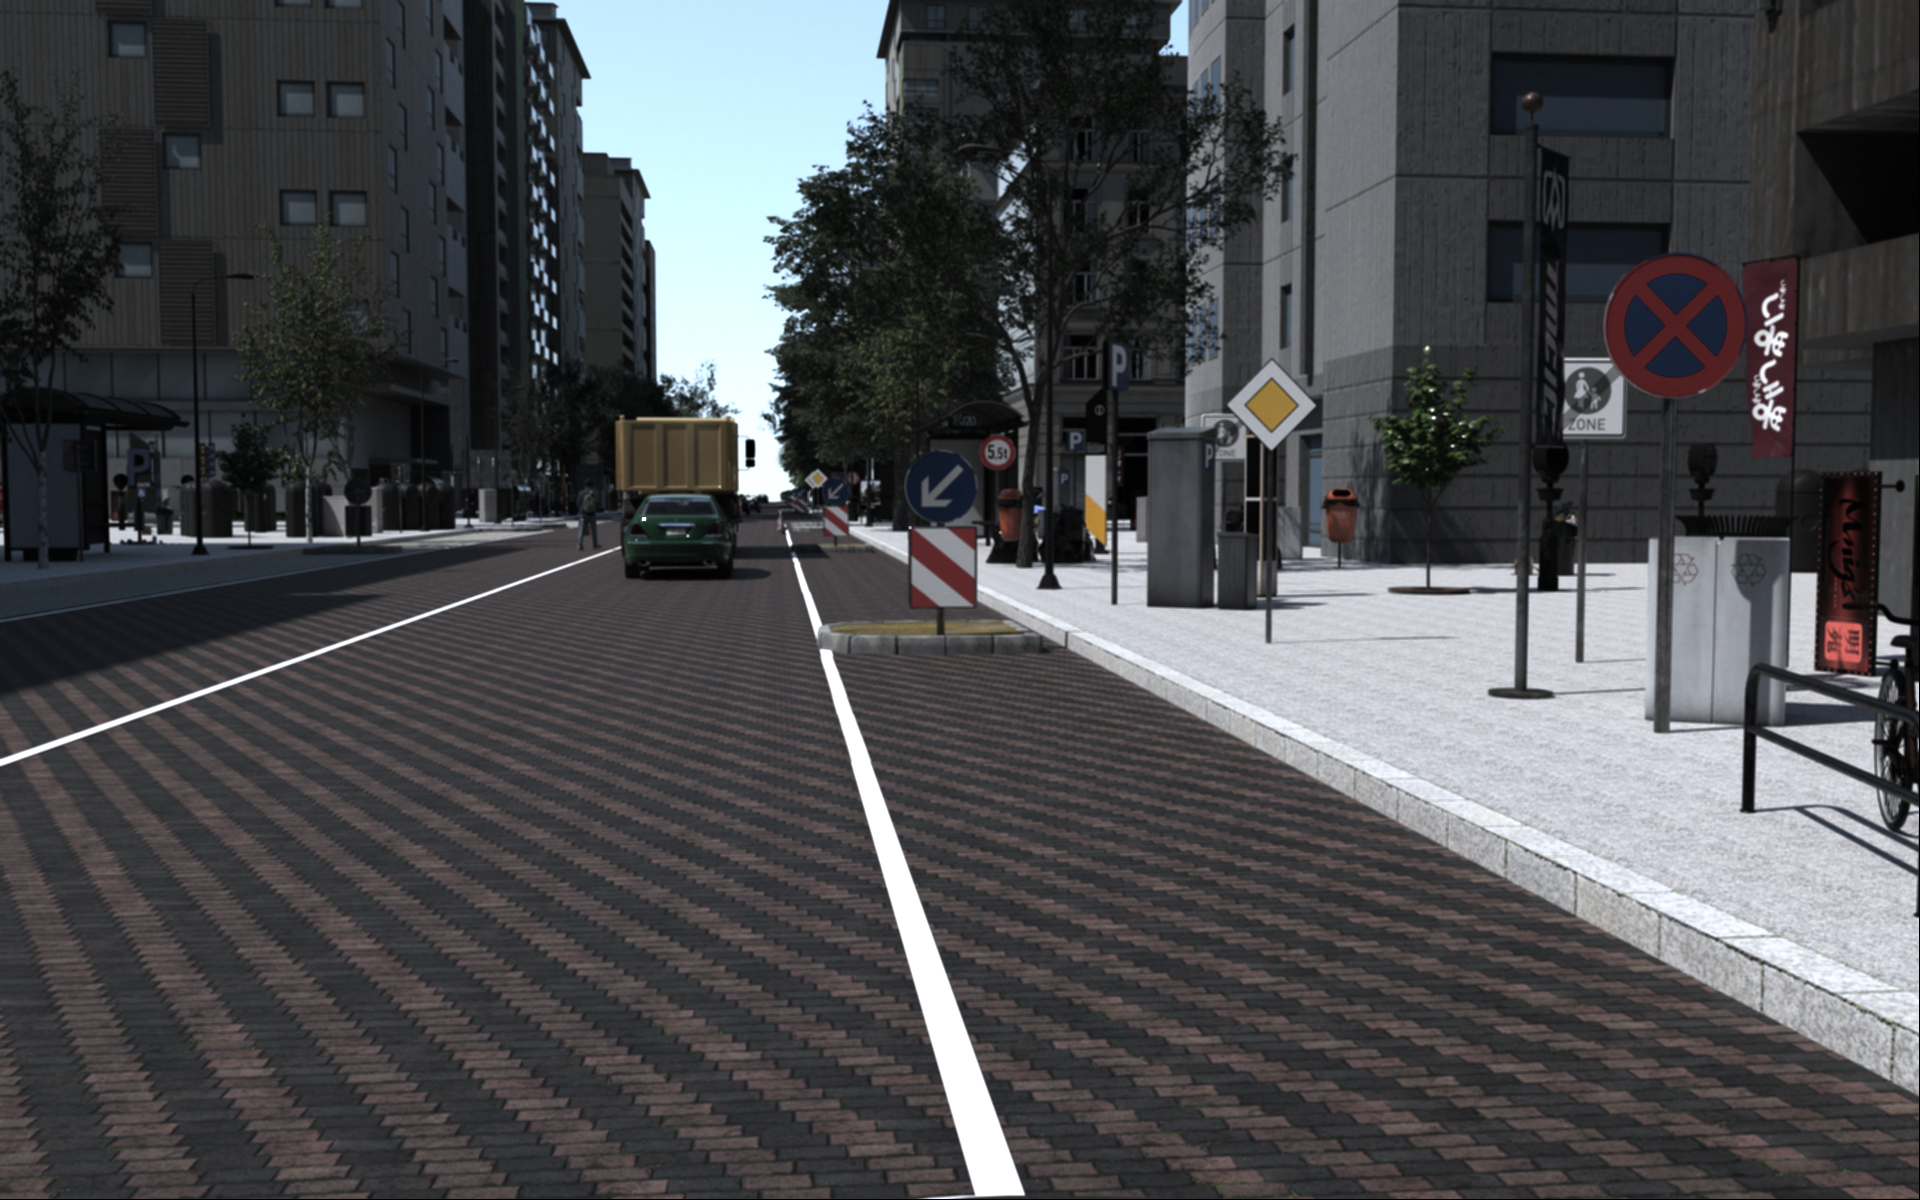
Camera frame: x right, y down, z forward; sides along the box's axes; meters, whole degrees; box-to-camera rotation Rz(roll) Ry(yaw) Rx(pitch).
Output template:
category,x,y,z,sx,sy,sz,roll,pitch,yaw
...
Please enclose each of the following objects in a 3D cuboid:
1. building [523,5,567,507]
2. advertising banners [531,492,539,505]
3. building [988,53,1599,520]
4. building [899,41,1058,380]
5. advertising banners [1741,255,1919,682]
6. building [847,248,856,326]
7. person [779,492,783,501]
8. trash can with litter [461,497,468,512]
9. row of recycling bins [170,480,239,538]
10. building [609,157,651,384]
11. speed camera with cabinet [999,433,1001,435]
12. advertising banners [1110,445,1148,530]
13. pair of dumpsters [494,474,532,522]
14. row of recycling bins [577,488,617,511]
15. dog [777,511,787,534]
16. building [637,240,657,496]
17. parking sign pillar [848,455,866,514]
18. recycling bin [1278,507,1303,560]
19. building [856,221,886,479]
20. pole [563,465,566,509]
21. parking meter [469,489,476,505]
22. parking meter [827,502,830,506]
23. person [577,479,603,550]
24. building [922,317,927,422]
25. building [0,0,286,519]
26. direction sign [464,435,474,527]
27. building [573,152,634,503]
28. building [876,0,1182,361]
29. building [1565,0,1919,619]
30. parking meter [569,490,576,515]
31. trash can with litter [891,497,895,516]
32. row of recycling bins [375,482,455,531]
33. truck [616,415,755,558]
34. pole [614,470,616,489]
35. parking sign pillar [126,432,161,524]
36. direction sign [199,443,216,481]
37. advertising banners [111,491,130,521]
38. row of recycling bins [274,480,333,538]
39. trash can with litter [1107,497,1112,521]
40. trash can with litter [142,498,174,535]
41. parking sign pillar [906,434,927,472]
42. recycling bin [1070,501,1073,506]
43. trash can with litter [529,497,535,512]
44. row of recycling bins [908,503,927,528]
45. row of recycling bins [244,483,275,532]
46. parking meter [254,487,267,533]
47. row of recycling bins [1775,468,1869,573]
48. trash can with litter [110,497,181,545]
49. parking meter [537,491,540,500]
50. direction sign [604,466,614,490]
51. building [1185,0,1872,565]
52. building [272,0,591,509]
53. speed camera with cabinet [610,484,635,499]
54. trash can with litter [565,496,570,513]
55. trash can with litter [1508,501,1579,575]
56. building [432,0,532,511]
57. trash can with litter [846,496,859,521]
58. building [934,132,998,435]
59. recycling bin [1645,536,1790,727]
category,x,y,z,sx,sy,sz,roll,pitch,yaw
building,-50.078,-33.162,161.803,23.786,49.044,30.456,0,4,-6
advertising banners,-31.513,-7.887,125.135,2.074,3.025,0.090,-1,4,-11
building,17.026,-15.895,93.161,30.059,22.955,16.112,0,4,-6
building,1.270,-29.193,160.899,14.154,41.232,14.086,0,4,-6
advertising banners,6.327,-0.982,12.251,0.090,3.025,2.074,-1,4,-23
building,-7.903,-41.352,295.709,23.786,49.044,30.456,0,4,-6
person,-30.248,-17.406,293.907,1.217,1.723,0.721,1,4,12
trash can with litter,-35.095,-6.831,123.079,1.055,1.170,0.624,2,4,34
row of recycling bins,-22.769,-2.755,52.163,1.069,1.692,3.534,-2,4,-35
building,-63.774,-41.803,272.720,28.713,52.752,27.495,0,4,-6
speed camera with cabinet,0.317,-3.049,44.180,2.038,3.252,0.660,0,4,-1
advertising banners,6.354,-4.009,61.735,2.074,3.025,0.090,1,4,15
pair of dumpsters,-21.443,-4.886,82.384,1.574,2.255,4.437,0,4,-6
row of recycling bins,-27.097,-7.390,127.947,3.534,1.692,1.069,0,4,-5
dog,-6.508,-2.781,62.312,0.513,0.831,0.800,2,4,27
building,-59.016,-39.405,294.382,14.600,45.320,14.200,0,4,-6
parking sign pillar,-6.672,-7.475,110.687,1.447,3.967,1.447,3,5,44
recycling bin,6.298,-1.303,33.855,0.722,1.027,0.722,0,4,4
building,-8.465,-35.139,258.120,14.154,41.232,14.086,0,4,-6
pole,-27.535,-7.750,120.560,0.158,3.312,0.155,0,3,0
parking meter,-27.550,-5.628,97.731,0.399,1.863,0.255,-2,4,-29
parking meter,-8.666,-6.562,115.698,0.372,1.533,0.369,0,3,0
person,-9.525,-2.185,44.209,0.794,1.824,0.713,2,4,31
building,2.072,-16.971,142.107,10.561,19.102,19.286,0,4,-6
building,-43.801,-31.130,98.215,28.713,52.752,27.495,0,4,-6
direction sign,-18.908,-4.561,66.575,0.379,3.537,0.876,-1,4,-13
building,-58.315,-38.182,247.984,21.300,48.544,21.600,0,4,-6
building,6.410,-36.252,181.966,28.713,52.752,27.495,0,4,-6
building,15.270,-14.894,15.225,14.160,30.474,14.107,0,4,-6
parking meter,-23.253,-5.847,104.010,0.372,1.533,0.369,0,3,0
trash can with litter,-2.460,-3.917,75.429,1.055,1.170,0.624,1,4,12
row of recycling bins,-19.476,-3.360,62.050,1.069,1.692,3.534,2,4,28
truck,-6.765,-2.850,42.529,3.469,3.379,9.791,0,4,-7
pole,-29.032,-9.285,145.653,0.158,3.312,0.155,0,3,0
parking sign pillar,-35.275,-5.283,74.845,1.447,3.967,1.447,0,4,6
direction sign,-33.394,-5.192,76.879,0.876,3.537,0.379,1,4,20
advertising banners,-40.438,-5.303,82.889,0.090,3.025,2.074,1,4,16
row of recycling bins,-19.864,-2.794,52.798,1.069,1.692,3.534,-1,4,-10
trash can with litter,7.140,-4.418,83.626,0.624,1.170,1.055,-2,4,-34
trash can with litter,-25.365,-2.645,54.636,1.055,1.170,0.624,-1,4,-20
parking sign pillar,-1.583,-4.801,66.965,1.447,3.967,1.447,1,4,15
recycling bin,3.884,-3.280,66.176,0.722,1.027,0.722,1,4,18
trash can with litter,-30.381,-6.868,123.681,1.055,1.170,0.624,-2,4,-23
row of recycling bins,-0.809,-2.546,48.741,1.069,1.692,3.534,1,4,10
row of recycling bins,-24.479,-3.272,60.607,1.069,1.692,3.534,-1,4,-20
parking meter,-23.359,-3.021,57.808,0.372,1.533,0.369,0,3,0
row of recycling bins,15.014,-1.265,27.798,3.534,1.692,1.069,2,4,30
trash can with litter,-21.033,-2.052,44.602,1.678,1.210,2.233,-2,4,-27
parking meter,-33.617,-7.926,137.997,0.372,1.533,0.369,0,3,0
direction sign,-28.147,-8.979,138.807,0.876,3.537,0.379,-1,4,-14
building,16.763,-30.749,44.753,21.231,58.520,28.212,0,4,-6
building,-56.112,-36.786,190.682,28.713,52.752,27.495,0,4,-6
speed camera with cabinet,-28.802,-9.386,147.791,2.038,3.252,0.660,0,4,-1
trash can with litter,-25.989,-6.432,116.547,0.624,1.170,1.055,3,4,36
trash can with litter,9.215,-0.976,27.349,1.055,1.170,0.624,1,4,20
building,-41.020,-27.419,131.895,14.154,41.232,14.086,0,4,-6
trash can with litter,-5.040,-4.270,81.199,0.624,1.170,1.055,0,4,-3
building,5.492,-20.385,120.682,14.401,28.519,23.554,0,4,-6
recycling bin,4.357,0.159,9.958,0.722,1.027,0.722,2,4,25
